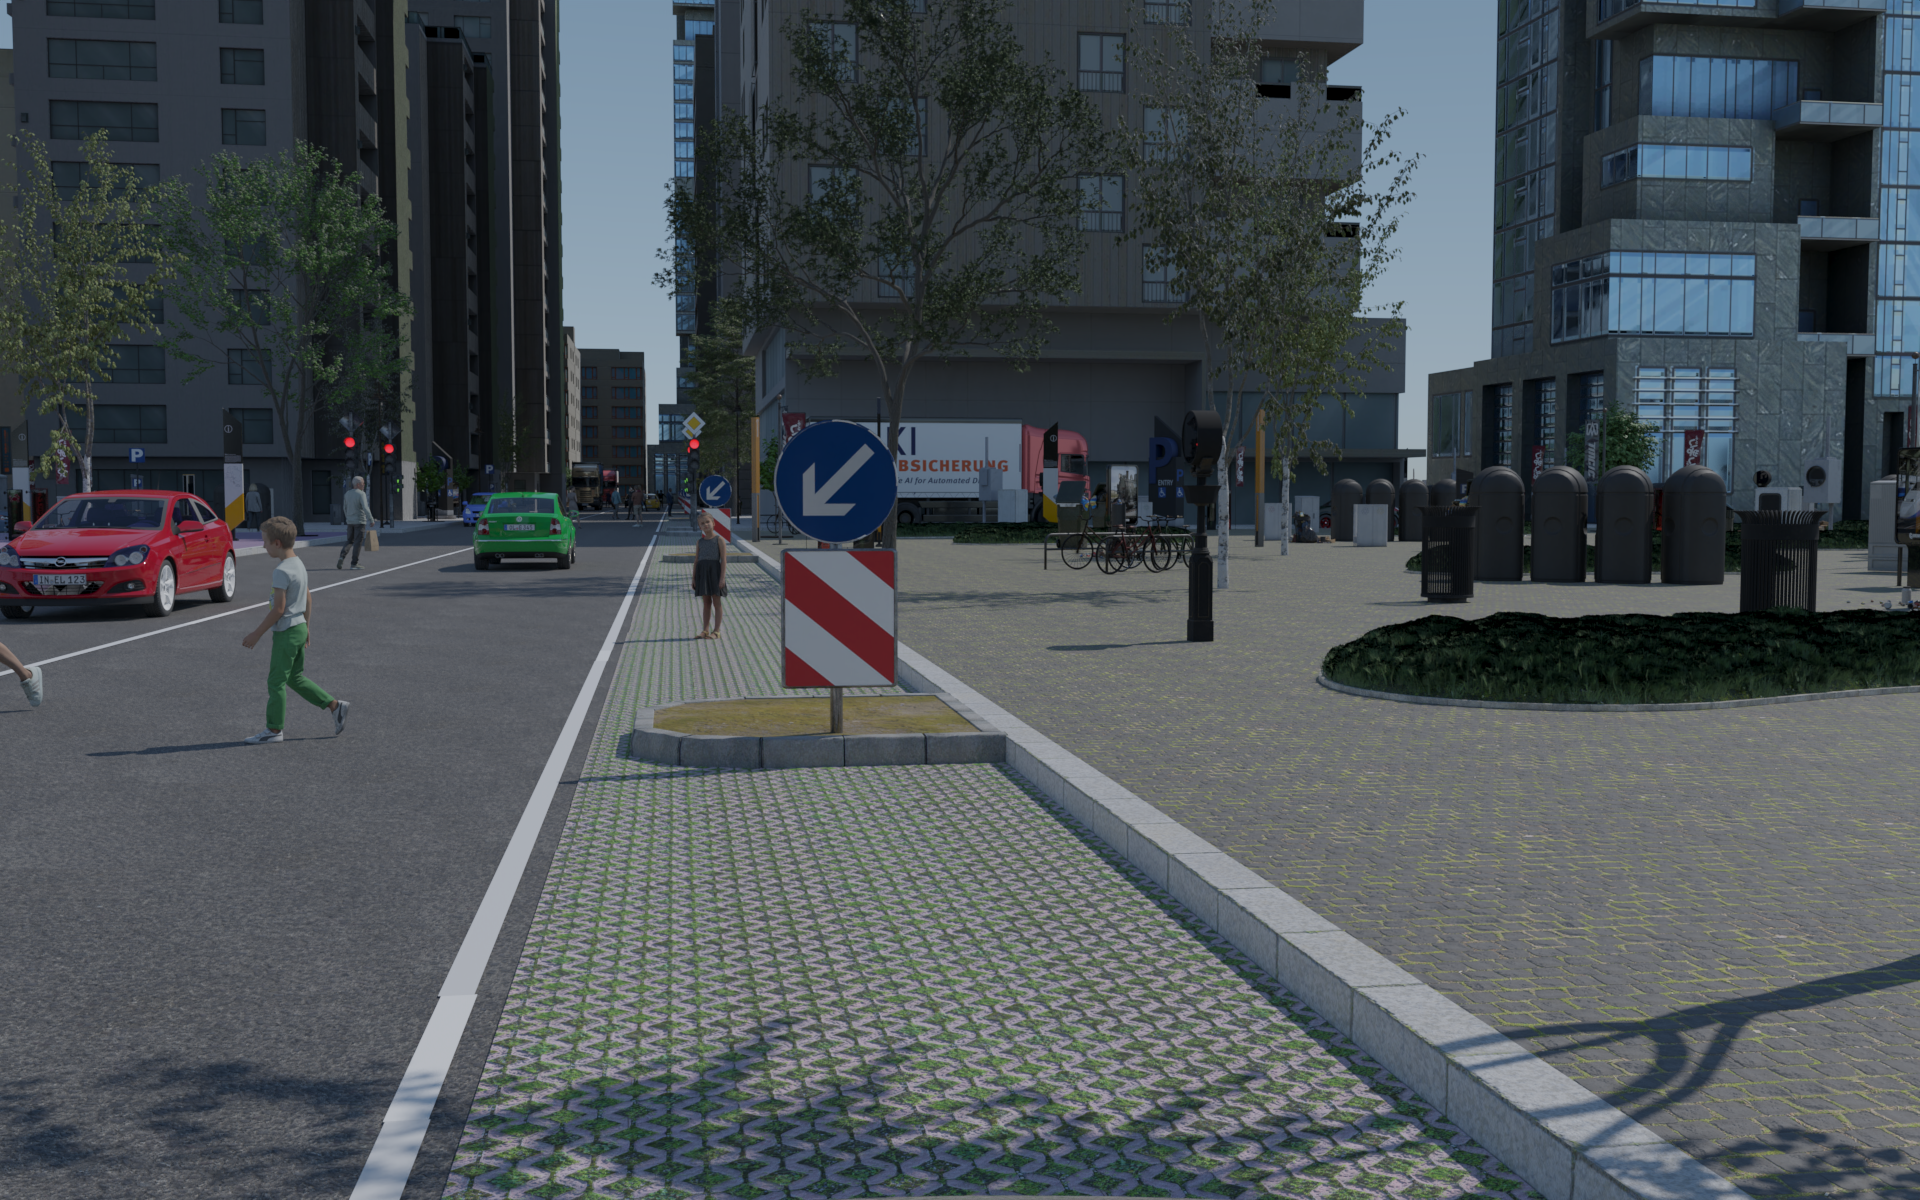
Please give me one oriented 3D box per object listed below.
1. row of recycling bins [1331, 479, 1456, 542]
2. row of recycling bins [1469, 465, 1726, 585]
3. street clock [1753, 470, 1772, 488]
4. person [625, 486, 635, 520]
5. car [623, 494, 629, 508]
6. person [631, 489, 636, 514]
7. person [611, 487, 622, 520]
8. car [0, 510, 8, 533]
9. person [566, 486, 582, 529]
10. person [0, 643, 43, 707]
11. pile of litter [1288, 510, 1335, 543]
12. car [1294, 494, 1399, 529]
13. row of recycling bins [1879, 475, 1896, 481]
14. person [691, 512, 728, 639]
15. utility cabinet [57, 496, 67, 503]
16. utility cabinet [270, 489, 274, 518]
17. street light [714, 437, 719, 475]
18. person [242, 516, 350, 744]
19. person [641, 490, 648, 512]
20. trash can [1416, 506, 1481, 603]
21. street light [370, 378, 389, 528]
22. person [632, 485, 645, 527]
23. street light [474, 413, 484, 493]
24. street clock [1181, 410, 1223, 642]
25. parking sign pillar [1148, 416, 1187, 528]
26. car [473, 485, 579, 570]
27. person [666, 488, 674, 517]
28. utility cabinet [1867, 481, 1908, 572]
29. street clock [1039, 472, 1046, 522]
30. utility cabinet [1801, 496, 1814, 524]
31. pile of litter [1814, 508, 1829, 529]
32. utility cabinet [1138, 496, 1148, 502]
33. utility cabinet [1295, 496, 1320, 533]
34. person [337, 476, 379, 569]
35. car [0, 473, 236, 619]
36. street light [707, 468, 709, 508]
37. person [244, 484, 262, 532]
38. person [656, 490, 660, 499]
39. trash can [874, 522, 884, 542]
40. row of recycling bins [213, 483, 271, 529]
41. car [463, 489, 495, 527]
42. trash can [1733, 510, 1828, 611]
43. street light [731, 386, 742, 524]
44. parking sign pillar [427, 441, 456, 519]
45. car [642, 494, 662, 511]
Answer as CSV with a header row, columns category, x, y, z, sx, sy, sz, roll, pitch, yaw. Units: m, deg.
category,x,y,z,sx,sy,sz,roll,pitch,yaw
row of recycling bins,11.922,-2.451,47.192,3.534,1.692,1.069,0,4,3
row of recycling bins,9.243,-1.110,25.261,3.534,1.692,1.069,1,4,22
street clock,24.574,-2.967,53.086,0.358,2.002,0.471,-3,5,-42
person,-18.251,-5.393,96.036,0.648,1.900,0.474,3,5,42
car,-33.510,-10.254,177.438,2.009,1.686,4.222,-1,4,-11
person,-22.867,-6.886,121.434,0.599,1.781,0.374,2,4,34
person,-19.317,-5.424,97.037,0.748,1.841,0.638,-3,5,-44
car,-34.253,-2.849,58.589,4.499,1.417,2.014,-1,4,-11
person,-15.974,-3.845,71.704,0.599,1.781,0.374,1,4,18
person,-6.374,-0.119,11.188,0.466,1.731,0.760,2,4,31
pile of litter,9.228,-1.945,45.761,1.176,0.858,1.719,-1,4,-9
car,15.137,-3.529,67.486,4.222,1.686,2.009,-1,4,-8
row of recycling bins,21.253,-1.801,36.562,3.534,1.692,1.069,2,4,24
person,-2.462,-0.235,17.018,0.362,1.253,0.373,2,4,27
utility cabinet,-26.090,-2.441,51.077,1.020,1.237,0.306,1,4,15
utility cabinet,-28.075,-3.704,69.236,0.318,1.500,1.173,3,5,42
street light,-15.014,-8.246,107.603,0.468,5.910,1.993,-1,4,-9
person,-3.848,0.166,10.035,0.590,1.304,0.306,-2,4,-27
person,-25.535,-8.022,140.063,0.834,1.777,0.661,0,4,4
trash can,5.790,-0.545,20.557,0.748,1.137,0.748,0,3,0
street light,-21.872,-5.661,65.345,0.468,5.910,1.993,-1,4,-9
person,-14.156,-4.144,76.227,0.573,1.828,0.580,0,4,-3
street light,-27.609,-7.749,99.490,0.468,5.910,1.993,-1,4,-9
street clock,2.098,-0.642,15.064,0.358,2.002,0.471,-1,4,-10
parking sign pillar,7.037,-4.319,59.092,1.447,3.967,1.447,-3,5,-39
car,-8.550,-1.554,34.207,1.959,1.807,4.718,-1,4,-10
person,-18.348,-6.168,109.532,0.419,1.800,0.721,1,4,17
utility cabinet,15.424,-1.189,28.124,0.318,1.500,1.173,-3,4,-38
street clock,2.778,-3.246,57.639,0.358,2.002,0.471,1,4,12
utility cabinet,25.995,-2.610,53.838,0.306,1.237,1.020,-2,4,-31
pile of litter,31.045,-2.972,62.563,1.719,0.858,1.176,-2,4,-31
utility cabinet,6.754,-3.094,61.756,1.020,1.237,0.306,2,4,32
utility cabinet,11.590,-2.853,57.809,1.020,1.237,0.306,-3,5,-43
person,-11.449,-1.465,32.941,0.782,1.767,0.515,2,4,27
car,-10.331,-0.755,21.379,2.155,1.783,4.494,-1,4,-9
street light,-20.560,-10.297,141.141,0.468,5.910,1.993,-1,4,-9
person,-24.774,-3.173,60.560,0.709,1.800,0.728,1,4,9
person,-29.737,-9.876,170.074,0.705,1.812,1.348,-2,4,-29
trash can,-2.142,-2.115,46.241,0.748,1.137,0.748,0,3,0
row of recycling bins,-27.059,-3.553,65.203,3.534,1.692,1.069,3,5,43
car,-21.071,-4.125,77.038,1.945,1.707,3.694,-1,4,-8
trash can,7.111,-0.208,15.048,0.748,1.137,0.748,0,3,0
street light,-9.472,-6.176,73.769,0.468,5.910,1.993,-1,4,-9
parking sign pillar,-26.489,-6.109,88.354,1.447,3.967,1.447,2,4,30
car,-27.001,-8.598,150.798,2.015,1.641,3.980,0,4,-8
